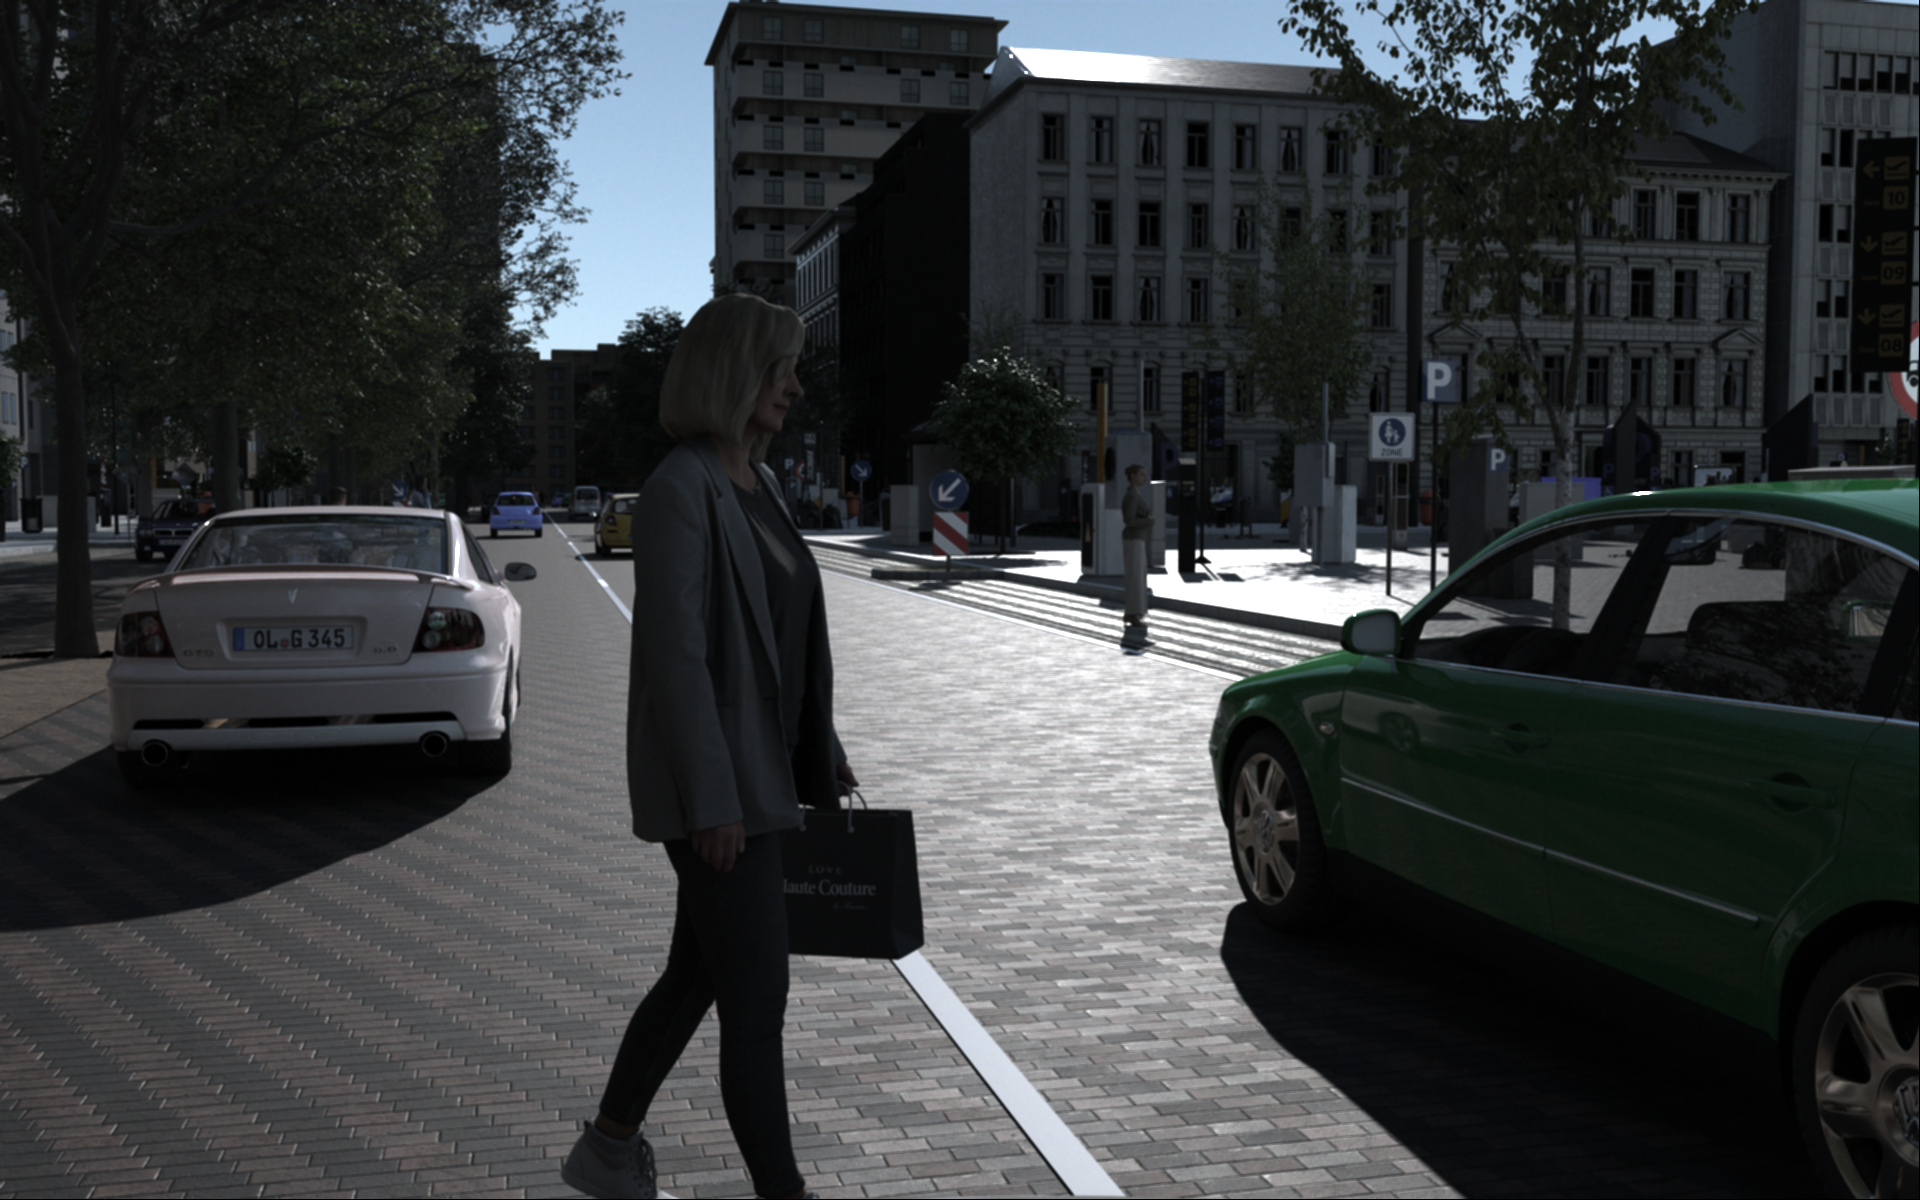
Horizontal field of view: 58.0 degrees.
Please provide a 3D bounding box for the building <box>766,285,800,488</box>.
[{"bbox_3d":[-5.480,-19.309,160.747,27.650,21.520,28.899,-1,4,-14],"label":"building"}]

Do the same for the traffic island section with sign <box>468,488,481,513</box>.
[{"bbox_3d":[-36.247,-7.395,129.041,2.006,1.907,1.989,-1,4,-14],"label":"traffic island section with sign"}]

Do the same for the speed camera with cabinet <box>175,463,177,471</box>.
[{"bbox_3d":[-43.448,-6.114,94.294,2.038,3.252,0.660,-1,4,-9],"label":"speed camera with cabinet"}]

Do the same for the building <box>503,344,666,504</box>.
[{"bbox_3d":[-47.833,-24.065,238.504,28.899,21.520,27.650,-1,4,-14],"label":"building"}]

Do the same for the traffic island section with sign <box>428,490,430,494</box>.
[{"bbox_3d":[-55.296,-10.494,180.210,1.989,1.847,2.006,-1,4,-14],"label":"traffic island section with sign"}]

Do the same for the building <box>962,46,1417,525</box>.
[{"bbox_3d":[10.140,-14.059,79.008,18.267,20.994,9.793,-1,4,-14],"label":"building"}]

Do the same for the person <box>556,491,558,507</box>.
[{"bbox_3d":[-44.641,-11.164,191.588,0.434,1.755,0.990,0,4,-1],"label":"person"}]

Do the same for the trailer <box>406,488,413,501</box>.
[{"bbox_3d":[-50.301,-9.282,158.811,1.471,1.999,3.904,-1,4,-15],"label":"trailer"}]

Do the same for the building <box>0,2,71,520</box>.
[{"bbox_3d":[-56.667,-32.938,80.539,21.231,58.520,28.212,-1,4,-14],"label":"building"}]

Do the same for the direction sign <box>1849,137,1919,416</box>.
[{"bbox_3d":[6.151,-1.166,11.062,0.876,3.537,0.379,1,4,12],"label":"direction sign"}]

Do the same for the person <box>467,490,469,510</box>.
[{"bbox_3d":[-44.595,-9.046,156.533,0.705,1.807,1.348,0,4,7],"label":"person"}]

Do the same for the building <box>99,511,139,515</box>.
[{"bbox_3d":[-57.436,-28.176,110.782,14.600,45.320,14.200,-1,4,-14],"label":"building"}]

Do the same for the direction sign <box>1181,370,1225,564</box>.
[{"bbox_3d":[4.477,-2.446,31.982,0.876,3.537,0.379,3,4,36],"label":"direction sign"}]

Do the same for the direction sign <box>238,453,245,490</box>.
[{"bbox_3d":[-39.294,-6.285,94.763,0.379,3.537,0.876,-3,5,-42],"label":"direction sign"}]

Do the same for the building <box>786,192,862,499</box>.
[{"bbox_3d":[-5.713,-18.195,126.374,11.050,23.489,19.941,-1,4,-14],"label":"building"}]

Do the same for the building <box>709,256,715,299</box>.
[{"bbox_3d":[-22.296,-33.897,246.102,23.993,40.220,32.217,-1,4,-14],"label":"building"}]

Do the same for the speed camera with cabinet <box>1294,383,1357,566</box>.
[{"bbox_3d":[6.657,-2.274,31.516,0.660,3.252,2.038,2,4,29],"label":"speed camera with cabinet"}]

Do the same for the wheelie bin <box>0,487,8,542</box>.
[{"bbox_3d":[-25.916,-2.357,46.445,0.693,1.594,0.980,-2,4,-29],"label":"wheelie bin"}]

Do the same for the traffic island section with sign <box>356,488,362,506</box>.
[{"bbox_3d":[-36.847,-5.944,105.815,1.989,1.847,2.006,-1,4,-14],"label":"traffic island section with sign"}]

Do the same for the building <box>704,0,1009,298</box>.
[{"bbox_3d":[-11.665,-36.576,187.259,28.713,52.752,27.495,-1,4,-14],"label":"building"}]

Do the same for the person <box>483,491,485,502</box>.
[{"bbox_3d":[-53.374,-11.374,194.405,0.705,1.831,1.348,0,4,-7],"label":"person"}]

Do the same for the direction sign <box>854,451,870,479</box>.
[{"bbox_3d":[-5.218,-6.117,92.006,0.876,3.537,0.379,-2,4,-25],"label":"direction sign"}]

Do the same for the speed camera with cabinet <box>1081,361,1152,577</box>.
[{"bbox_3d":[2.367,-1.966,26.484,0.660,3.252,2.038,-1,4,-10],"label":"speed camera with cabinet"}]

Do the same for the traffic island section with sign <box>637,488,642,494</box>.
[{"bbox_3d":[-20.175,-6.143,109.073,1.989,1.847,2.006,-1,4,-14],"label":"traffic island section with sign"}]

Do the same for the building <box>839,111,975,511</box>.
[{"bbox_3d":[-0.160,-17.106,109.356,12.332,23.373,15.834,-1,4,-14],"label":"building"}]

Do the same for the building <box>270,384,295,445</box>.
[{"bbox_3d":[-76.869,-24.938,179.434,14.107,30.474,14.160,-1,4,-14],"label":"building"}]

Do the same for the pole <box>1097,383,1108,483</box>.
[{"bbox_3d":[2.620,-2.332,31.978,0.158,3.312,0.155,0,3,0],"label":"pole"}]

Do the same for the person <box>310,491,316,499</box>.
[{"bbox_3d":[-76.055,-11.911,203.950,0.721,1.736,1.217,1,4,17],"label":"person"}]

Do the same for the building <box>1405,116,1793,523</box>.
[{"bbox_3d":[28.247,-13.420,84.050,19.286,19.102,10.561,-1,4,-14],"label":"building"}]

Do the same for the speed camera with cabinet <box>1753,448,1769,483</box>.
[{"bbox_3d":[34.569,-4.963,75.477,0.660,3.252,2.038,0,4,-7],"label":"speed camera with cabinet"}]

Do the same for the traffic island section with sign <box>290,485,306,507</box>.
[{"bbox_3d":[-30.258,-4.318,79.227,1.989,1.847,2.006,-1,4,-14],"label":"traffic island section with sign"}]

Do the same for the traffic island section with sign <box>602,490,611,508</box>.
[{"bbox_3d":[-32.249,-9.123,157.796,1.989,1.847,2.006,-1,4,-14],"label":"traffic island section with sign"}]

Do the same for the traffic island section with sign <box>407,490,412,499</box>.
[{"bbox_3d":[-48.800,-8.894,154.046,1.989,1.847,2.006,-1,4,-14],"label":"traffic island section with sign"}]

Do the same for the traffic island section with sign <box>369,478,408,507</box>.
[{"bbox_3d":[-18.157,-2.934,56.104,2.006,1.907,1.989,-1,4,-14],"label":"traffic island section with sign"}]

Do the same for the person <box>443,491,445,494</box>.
[{"bbox_3d":[-48.877,-9.501,164.363,0.617,1.759,0.750,1,4,22],"label":"person"}]

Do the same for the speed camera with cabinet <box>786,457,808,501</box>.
[{"bbox_3d":[-8.192,-5.947,91.567,2.038,3.252,0.660,2,4,23],"label":"speed camera with cabinet"}]

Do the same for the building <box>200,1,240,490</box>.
[{"bbox_3d":[-69.573,-50.307,135.195,22.319,86.520,31.000,-1,4,-14],"label":"building"}]

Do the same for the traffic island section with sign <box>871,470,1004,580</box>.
[{"bbox_3d":[-0.460,-1.278,29.517,1.989,1.847,2.006,-1,4,-14],"label":"traffic island section with sign"}]

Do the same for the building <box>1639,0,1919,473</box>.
[{"bbox_3d":[47.268,-16.602,89.460,19.932,24.808,12.078,-1,4,-14],"label":"building"}]

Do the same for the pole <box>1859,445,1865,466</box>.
[{"bbox_3d":[37.699,-4.809,72.468,0.158,3.312,0.155,0,3,0],"label":"pole"}]

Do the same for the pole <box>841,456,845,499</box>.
[{"bbox_3d":[-6.236,-6.006,92.040,0.158,3.312,0.155,0,3,0],"label":"pole"}]

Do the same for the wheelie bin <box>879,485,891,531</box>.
[{"bbox_3d":[-2.406,-3.195,60.153,0.693,1.594,0.980,1,4,14],"label":"wheelie bin"}]

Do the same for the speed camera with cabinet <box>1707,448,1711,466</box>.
[{"bbox_3d":[32.244,-4.835,73.389,0.660,3.252,2.038,0,4,-5],"label":"speed camera with cabinet"}]

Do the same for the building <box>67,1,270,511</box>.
[{"bbox_3d":[-72.214,-31.137,159.205,14.600,45.320,14.200,-1,4,-14],"label":"building"}]

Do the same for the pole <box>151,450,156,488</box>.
[{"bbox_3d":[-33.064,-4.723,71.061,0.158,3.312,0.155,0,3,0],"label":"pole"}]

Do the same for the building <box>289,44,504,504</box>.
[{"bbox_3d":[-74.816,-41.930,227.559,28.212,58.520,21.231,-1,4,-14],"label":"building"}]
